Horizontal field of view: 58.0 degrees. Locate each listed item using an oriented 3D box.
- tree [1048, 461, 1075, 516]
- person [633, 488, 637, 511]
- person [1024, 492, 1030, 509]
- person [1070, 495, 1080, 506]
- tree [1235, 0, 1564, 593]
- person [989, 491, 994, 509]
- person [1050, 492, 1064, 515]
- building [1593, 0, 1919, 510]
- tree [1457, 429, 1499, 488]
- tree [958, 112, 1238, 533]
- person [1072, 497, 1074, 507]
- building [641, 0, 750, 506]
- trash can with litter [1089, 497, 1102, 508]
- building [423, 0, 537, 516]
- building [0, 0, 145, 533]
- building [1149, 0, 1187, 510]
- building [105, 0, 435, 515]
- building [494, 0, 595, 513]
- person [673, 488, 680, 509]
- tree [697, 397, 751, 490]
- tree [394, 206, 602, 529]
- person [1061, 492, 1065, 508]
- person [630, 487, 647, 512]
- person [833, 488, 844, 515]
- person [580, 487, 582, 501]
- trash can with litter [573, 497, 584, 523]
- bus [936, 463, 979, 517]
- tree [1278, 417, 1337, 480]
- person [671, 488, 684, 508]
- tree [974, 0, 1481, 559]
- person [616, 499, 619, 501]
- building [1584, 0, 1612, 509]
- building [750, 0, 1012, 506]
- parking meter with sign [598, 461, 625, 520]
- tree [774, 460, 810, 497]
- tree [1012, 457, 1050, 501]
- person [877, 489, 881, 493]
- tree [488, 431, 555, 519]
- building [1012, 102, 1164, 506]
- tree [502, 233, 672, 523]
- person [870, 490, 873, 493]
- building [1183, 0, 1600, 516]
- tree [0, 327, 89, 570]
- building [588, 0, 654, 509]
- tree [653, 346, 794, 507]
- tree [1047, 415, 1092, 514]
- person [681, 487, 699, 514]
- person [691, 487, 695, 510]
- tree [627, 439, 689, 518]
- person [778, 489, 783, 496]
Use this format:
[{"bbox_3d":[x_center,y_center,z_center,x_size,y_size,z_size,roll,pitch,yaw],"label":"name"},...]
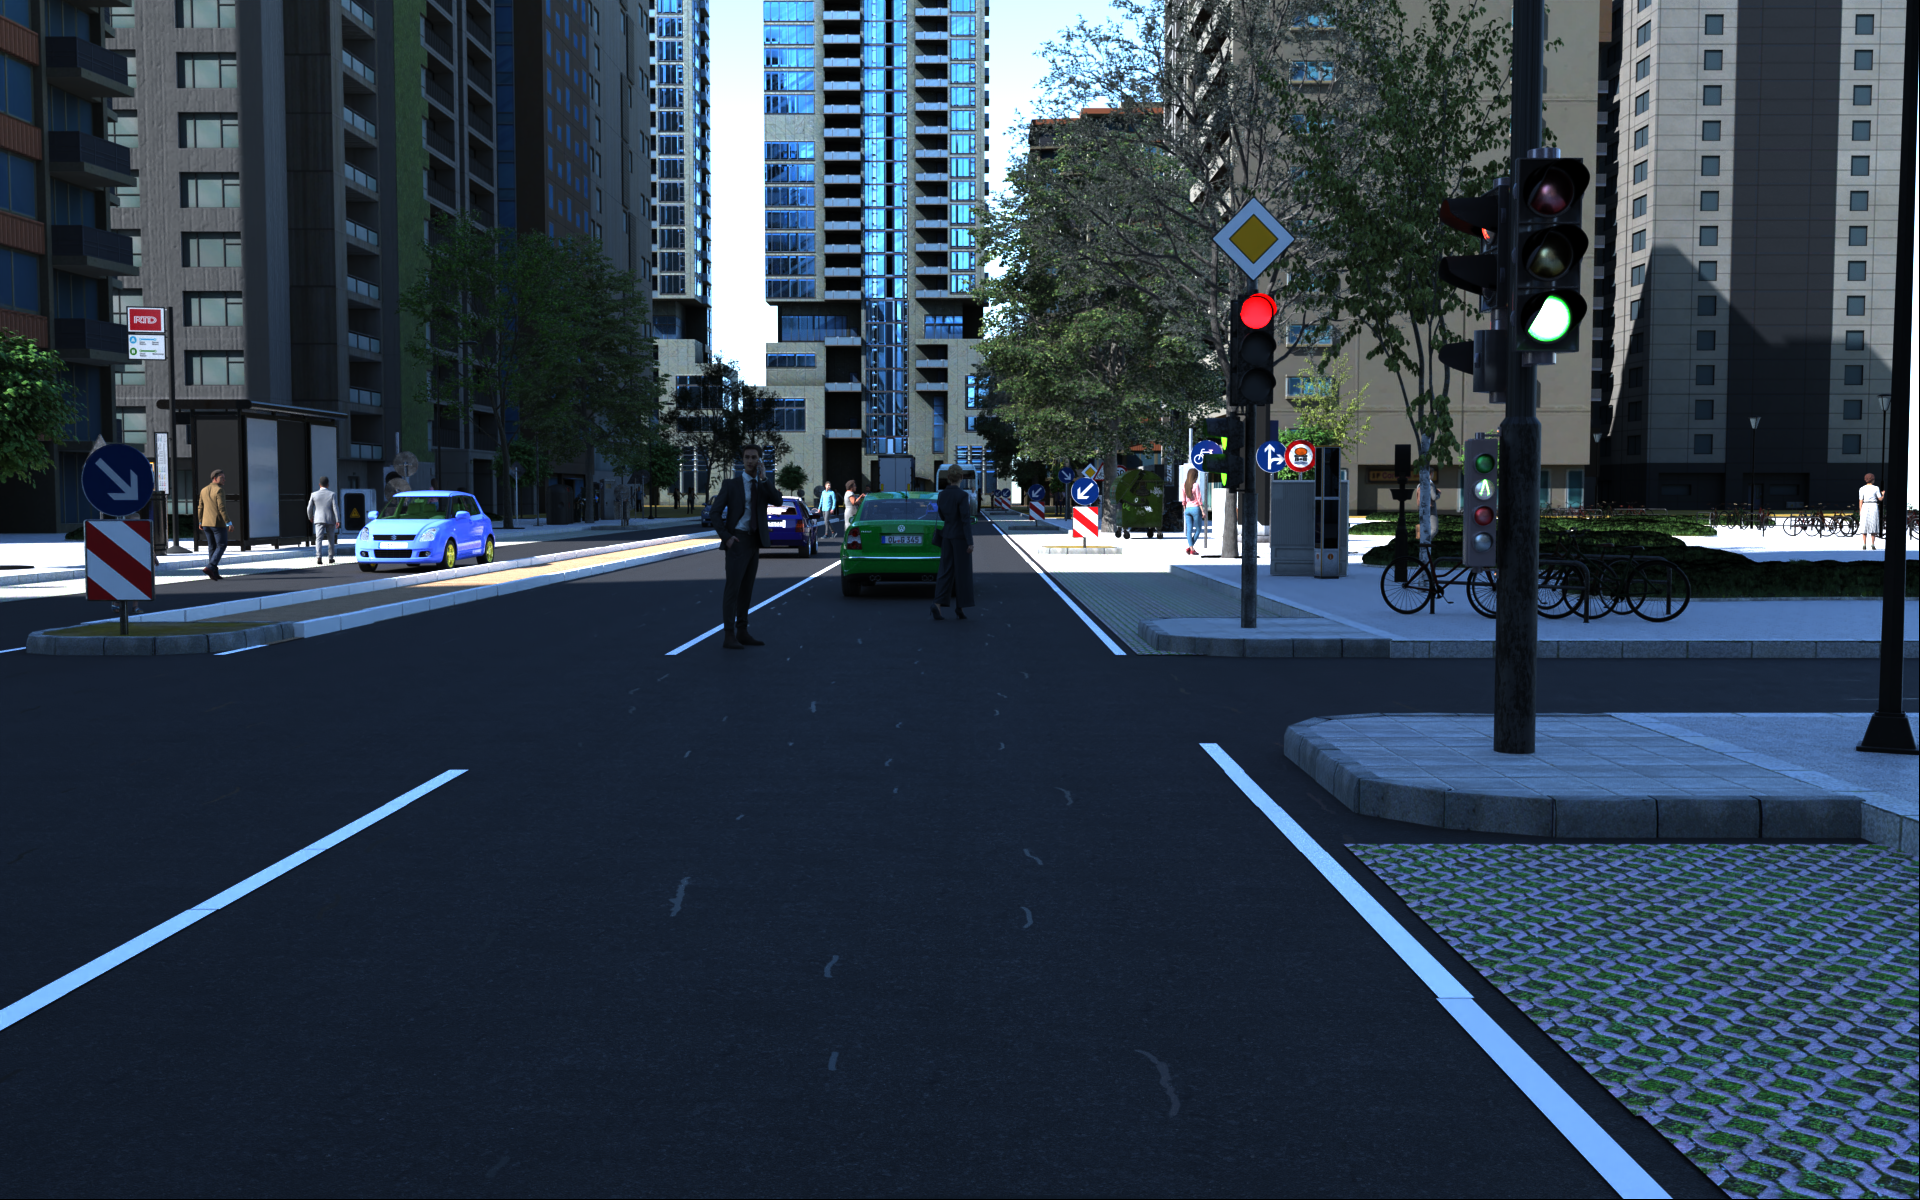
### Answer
[{"bbox_3d":[5.552,-6.424,99.636,1.663,3.219,1.824,0,3,0],"label":"tree"},{"bbox_3d":[-24.936,-7.767,133.742,0.721,1.735,1.217,-3,5,-40],"label":"person"},{"bbox_3d":[6.151,-8.940,152.949,1.217,1.736,0.721,2,4,27],"label":"person"},{"bbox_3d":[8.213,-7.082,122.774,0.756,1.711,0.436,1,4,22],"label":"person"},{"bbox_3d":[5.817,-4.397,22.258,4.737,8.622,4.395,0,3,0],"label":"tree"},{"bbox_3d":[2.756,-8.767,152.635,0.742,1.727,0.445,3,5,43],"label":"person"},{"bbox_3d":[5.803,-5.969,104.168,0.617,1.759,0.750,3,5,45],"label":"person"},{"bbox_3d":[64.407,-43.211,144.750,20.611,71.187,20.563,0,3,0],"label":"building"},{"bbox_3d":[26.707,-6.340,87.377,4.285,4.588,4.351,0,3,0],"label":"tree"},{"bbox_3d":[4.909,-9.211,57.253,9.857,13.997,8.962,0,3,0],"label":"tree"},{"bbox_3d":[9.644,-8.613,146.492,0.705,1.869,1.348,1,4,22],"label":"person"},{"bbox_3d":[-41.335,-54.034,196.120,31.000,86.520,22.319,0,3,0],"label":"building"},{"bbox_3d":[6.351,-4.452,84.180,1.055,1.170,0.624,-2,4,-35],"label":"trash can with litter"},{"bbox_3d":[-36.734,-40.595,101.980,20.563,71.187,20.611,0,3,0],"label":"building"},{"bbox_3d":[-39.072,-24.245,51.025,22.147,44.769,28.867,0,3,0],"label":"building"},{"bbox_3d":[26.206,-43.216,144.835,20.563,71.187,20.611,0,3,0],"label":"building"},{"bbox_3d":[-33.851,-24.278,80.543,14.154,41.232,14.086,0,3,0],"label":"building"},{"bbox_3d":[-34.016,-28.748,120.137,14.600,45.320,14.200,0,3,0],"label":"building"},{"bbox_3d":[-24.333,-8.705,148.393,0.705,1.821,1.348,-2,4,-28],"label":"person"},{"bbox_3d":[-16.561,-10.525,122.449,4.360,8.622,3.978,0,3,0],"label":"tree"},{"bbox_3d":[-16.765,-8.421,63.431,9.928,11.665,9.643,0,3,0],"label":"tree"},{"bbox_3d":[9.577,-9.368,160.154,0.756,1.711,0.436,0,4,3],"label":"person"},{"bbox_3d":[-23.166,-7.276,124.994,1.348,1.826,0.705,1,4,14],"label":"person"},{"bbox_3d":[-8.362,-6.620,116.747,1.348,1.823,0.705,2,4,26],"label":"person"},{"bbox_3d":[-25.130,-6.667,115.490,0.683,1.767,0.568,2,4,24],"label":"person"},{"bbox_3d":[-17.402,-4.042,77.473,1.055,1.170,0.624,-2,4,-32],"label":"trash can with litter"},{"bbox_3d":[-0.176,-7.228,113.043,2.948,3.499,13.247,0,4,0],"label":"bus"},{"bbox_3d":[14.562,-5.488,73.436,4.285,4.588,4.351,0,3,0],"label":"tree"},{"bbox_3d":[-26.460,-9.558,162.414,1.348,1.812,0.705,-2,4,-33],"label":"person"},{"bbox_3d":[5.459,-7.572,34.179,12.009,13.543,11.850,0,3,0],"label":"tree"},{"bbox_3d":[-25.344,-7.515,128.783,0.599,1.838,0.709,-1,4,-23],"label":"person"},{"bbox_3d":[45.909,-30.521,149.131,14.200,45.320,14.600,0,3,0],"label":"building"},{"bbox_3d":[-9.814,-54.003,195.615,31.000,86.520,22.319,0,3,0],"label":"building"},{"bbox_3d":[-17.518,-5.491,86.047,1.738,3.016,0.543,-3,5,-39],"label":"parking meter with sign"},{"bbox_3d":[-16.182,-11.207,166.940,4.285,4.588,4.351,0,3,0],"label":"tree"},{"bbox_3d":[5.495,-9.321,136.107,4.285,4.588,4.351,0,3,0],"label":"tree"},{"bbox_3d":[-4.958,-6.067,108.480,0.721,1.735,1.217,-1,4,-17],"label":"person"},{"bbox_3d":[-22.830,-6.483,89.715,4.285,4.588,4.351,0,3,0],"label":"tree"},{"bbox_3d":[20.438,-33.134,196.367,28.867,44.769,22.147,0,3,0],"label":"building"},{"bbox_3d":[-16.765,-9.667,76.182,7.486,12.596,7.792,0,3,0],"label":"tree"},{"bbox_3d":[-7.202,-7.927,138.820,0.721,1.735,1.217,-3,4,-39],"label":"person"},{"bbox_3d":[26.364,-29.752,110.141,21.300,48.544,21.600,0,3,0],"label":"building"},{"bbox_3d":[-16.626,-2.807,29.610,4.285,4.588,4.351,0,3,0],"label":"tree"},{"bbox_3d":[-40.594,-33.790,141.705,27.495,52.752,28.713,0,3,0],"label":"building"},{"bbox_3d":[-15.866,-10.700,109.350,7.601,10.594,8.767,3,5,40],"label":"tree"},{"bbox_3d":[6.382,-9.808,110.724,4.737,8.622,4.395,0,3,0],"label":"tree"},{"bbox_3d":[-17.544,-6.458,112.354,1.217,1.735,0.721,-1,4,-21],"label":"person"},{"bbox_3d":[-21.795,-8.286,141.539,0.705,1.822,1.348,0,4,-4],"label":"person"},{"bbox_3d":[-16.167,-6.648,92.415,4.285,4.588,4.351,0,3,0],"label":"tree"},{"bbox_3d":[-15.613,-8.760,149.791,0.617,1.759,0.750,0,4,-7],"label":"person"}]
